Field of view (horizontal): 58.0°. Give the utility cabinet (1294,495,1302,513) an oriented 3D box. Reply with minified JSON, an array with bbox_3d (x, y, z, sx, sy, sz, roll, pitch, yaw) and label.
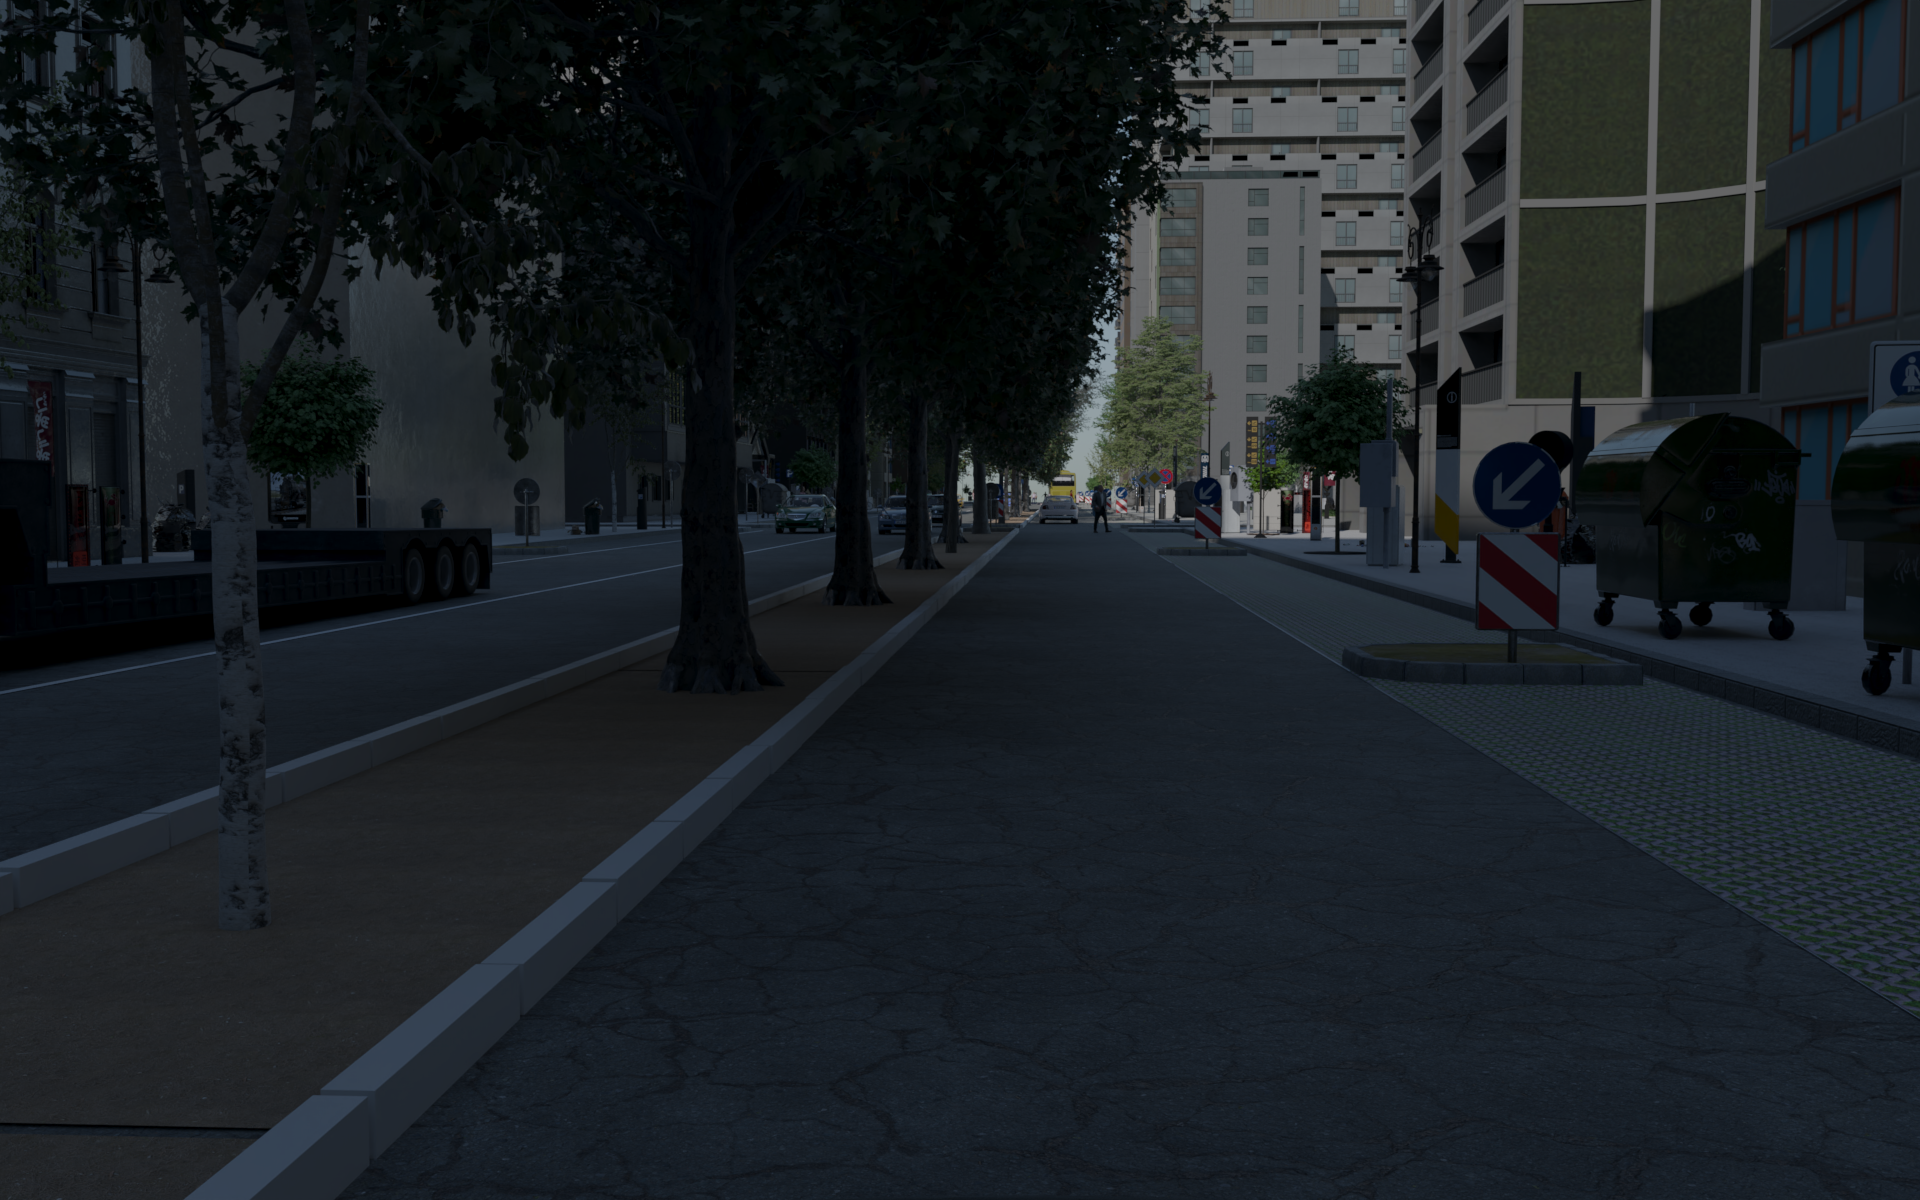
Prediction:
[{"bbox_3d":[22.963,-6.537,118.034,0.306,1.237,1.020,-1,4,-17],"label":"utility cabinet"}]

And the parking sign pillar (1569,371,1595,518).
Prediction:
[{"bbox_3d":[13.892,-3.075,38.752,1.447,3.967,1.447,1,4,17],"label":"parking sign pillar"}]

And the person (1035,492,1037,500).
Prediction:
[{"bbox_3d":[13.222,-17.720,299.014,0.721,1.735,1.217,0,4,-6],"label":"person"}]

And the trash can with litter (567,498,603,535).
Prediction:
[{"bbox_3d":[-11.819,-2.642,54.577,1.055,1.170,0.624,-2,4,-24],"label":"trash can with litter"}]

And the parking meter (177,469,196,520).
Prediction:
[{"bbox_3d":[-18.409,-2.171,41.215,0.399,1.863,0.255,2,4,32],"label":"parking meter"}]

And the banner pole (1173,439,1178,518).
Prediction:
[{"bbox_3d":[9.774,-5.422,78.670,0.401,3.779,0.863,0,4,-6],"label":"banner pole"}]

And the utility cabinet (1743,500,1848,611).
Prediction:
[{"bbox_3d":[9.226,-0.487,19.127,1.020,1.237,0.306,0,4,-1],"label":"utility cabinet"}]

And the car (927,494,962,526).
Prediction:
[{"bbox_3d":[-0.875,-4.056,76.097,2.009,1.686,4.222,0,4,5],"label":"car"}]

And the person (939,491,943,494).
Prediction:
[{"bbox_3d":[-2.141,-11.143,190.788,1.348,1.812,0.705,1,4,17],"label":"person"}]

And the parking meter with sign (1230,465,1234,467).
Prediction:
[{"bbox_3d":[16.287,-6.687,105.601,0.543,3.016,1.738,0,4,0],"label":"parking meter with sign"}]

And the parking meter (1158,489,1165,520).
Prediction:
[{"bbox_3d":[10.207,-4.830,87.384,0.372,1.533,0.369,0,3,0],"label":"parking meter"}]

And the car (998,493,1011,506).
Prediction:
[{"bbox_3d":[4.738,-10.459,180.593,1.945,1.707,3.694,0,4,5],"label":"car"}]

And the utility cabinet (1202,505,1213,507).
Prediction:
[{"bbox_3d":[11.713,-4.402,83.133,1.020,1.237,0.306,-3,5,-41],"label":"utility cabinet"}]

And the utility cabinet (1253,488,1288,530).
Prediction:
[{"bbox_3d":[10.937,-3.201,61.011,1.173,1.500,0.318,1,4,11],"label":"utility cabinet"}]

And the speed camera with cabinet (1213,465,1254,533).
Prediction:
[{"bbox_3d":[8.910,-3.801,56.486,0.660,3.252,2.038,-1,4,-15],"label":"speed camera with cabinet"}]

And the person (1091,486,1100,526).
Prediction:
[{"bbox_3d":[6.032,-4.166,76.872,0.793,1.790,0.793,-1,4,-18],"label":"person"}]

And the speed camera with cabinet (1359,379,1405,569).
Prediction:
[{"bbox_3d":[7.470,-2.219,30.611,0.660,3.252,2.038,1,4,21],"label":"speed camera with cabinet"}]

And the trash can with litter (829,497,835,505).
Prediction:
[{"bbox_3d":[-8.437,-6.373,115.581,1.055,1.170,0.624,3,5,43],"label":"trash can with litter"}]

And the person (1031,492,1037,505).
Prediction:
[{"bbox_3d":[10.096,-13.906,236.795,0.756,1.711,0.436,1,4,18],"label":"person"}]

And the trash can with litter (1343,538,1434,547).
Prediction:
[{"bbox_3d":[10.386,-1.923,42.492,1.678,1.210,2.233,-2,4,-31],"label":"trash can with litter"}]

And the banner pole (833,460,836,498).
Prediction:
[{"bbox_3d":[-8.529,-7.797,117.500,0.401,3.779,0.863,1,4,15],"label":"banner pole"}]

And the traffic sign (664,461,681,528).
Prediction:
[{"bbox_3d":[-11.047,-4.048,66.283,0.768,2.556,0.104,1,4,9],"label":"traffic sign"}]

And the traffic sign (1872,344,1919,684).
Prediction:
[{"bbox_3d":[6.396,-0.581,11.629,0.606,2.300,0.079,1,4,10],"label":"traffic sign"}]

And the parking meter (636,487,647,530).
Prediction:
[{"bbox_3d":[-11.469,-3.304,62.439,0.372,1.533,0.369,0,3,0],"label":"parking meter"}]

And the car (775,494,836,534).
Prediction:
[{"bbox_3d":[-5.684,-3.218,64.404,2.131,1.459,4.920,0,4,4],"label":"car"}]

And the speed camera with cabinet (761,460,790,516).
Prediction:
[{"bbox_3d":[-10.692,-6.486,100.389,2.038,3.252,0.660,3,5,45],"label":"speed camera with cabinet"}]

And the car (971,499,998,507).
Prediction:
[{"bbox_3d":[1.906,-7.444,131.498,2.009,1.686,4.222,0,4,4],"label":"car"}]

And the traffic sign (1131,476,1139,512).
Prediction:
[{"bbox_3d":[12.387,-7.420,121.416,0.768,2.556,0.104,1,4,9],"label":"traffic sign"}]

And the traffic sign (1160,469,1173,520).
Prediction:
[{"bbox_3d":[10.308,-5.312,86.949,0.768,2.556,0.104,1,4,10],"label":"traffic sign"}]

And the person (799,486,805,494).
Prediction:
[{"bbox_3d":[-7.732,-4.705,85.441,0.388,1.821,0.555,1,4,21],"label":"person"}]

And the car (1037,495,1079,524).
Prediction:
[{"bbox_3d":[4.792,-4.411,84.487,2.083,1.381,4.827,0,4,2],"label":"car"}]

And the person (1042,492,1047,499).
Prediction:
[{"bbox_3d":[13.215,-15.850,267.658,1.348,1.822,0.705,-1,4,-11],"label":"person"}]

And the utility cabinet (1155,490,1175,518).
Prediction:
[{"bbox_3d":[10.827,-5.044,91.141,1.173,1.500,0.318,1,4,11],"label":"utility cabinet"}]

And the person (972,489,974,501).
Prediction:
[{"bbox_3d":[1.028,-6.743,118.762,0.388,1.821,0.555,0,4,2],"label":"person"}]

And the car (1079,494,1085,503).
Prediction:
[{"bbox_3d":[19.052,-16.164,274.503,2.015,1.641,3.980,0,4,2],"label":"car"}]

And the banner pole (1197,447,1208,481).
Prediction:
[{"bbox_3d":[12.983,-6.292,92.895,0.863,3.779,0.401,2,4,24],"label":"banner pole"}]

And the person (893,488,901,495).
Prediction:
[{"bbox_3d":[-5.135,-8.152,141.153,0.474,1.900,0.648,2,4,31],"label":"person"}]

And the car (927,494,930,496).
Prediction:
[{"bbox_3d":[-3.367,-9.600,165.748,1.959,1.807,4.718,0,4,4],"label":"car"}]

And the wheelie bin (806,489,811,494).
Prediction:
[{"bbox_3d":[-9.105,-5.750,101.927,0.693,1.594,0.980,1,4,19],"label":"wheelie bin"}]

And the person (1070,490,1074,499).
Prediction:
[{"bbox_3d":[10.660,-9.591,165.246,0.705,1.831,1.348,1,4,12],"label":"person"}]

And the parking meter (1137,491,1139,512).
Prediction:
[{"bbox_3d":[13.120,-7.252,126.979,0.372,1.533,0.369,0,3,0],"label":"parking meter"}]

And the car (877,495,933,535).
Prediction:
[{"bbox_3d":[-1.963,-3.104,62.746,2.014,1.417,4.499,0,4,2],"label":"car"}]

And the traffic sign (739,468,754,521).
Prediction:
[{"bbox_3d":[-10.275,-5.088,83.299,0.768,2.556,0.104,1,4,10],"label":"traffic sign"}]

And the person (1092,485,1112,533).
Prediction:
[{"bbox_3d":[5.238,-3.370,63.995,0.661,1.777,0.834,-3,4,-38],"label":"person"}]

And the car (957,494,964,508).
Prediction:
[{"bbox_3d":[-0.530,-9.857,171.393,2.015,1.641,3.980,0,4,3],"label":"car"}]

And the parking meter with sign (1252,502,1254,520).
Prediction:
[{"bbox_3d":[15.096,-5.589,87.649,0.543,3.016,1.738,1,4,17],"label":"parking meter with sign"}]

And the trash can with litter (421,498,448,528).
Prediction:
[{"bbox_3d":[-14.730,-2.233,47.896,0.624,1.170,1.055,2,4,28],"label":"trash can with litter"}]

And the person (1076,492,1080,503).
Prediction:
[{"bbox_3d":[17.966,-15.574,263.796,0.551,1.740,0.621,-1,4,-14],"label":"person"}]

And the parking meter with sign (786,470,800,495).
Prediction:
[{"bbox_3d":[-11.646,-7.722,122.522,0.543,3.016,1.738,-2,4,-35],"label":"parking meter with sign"}]
